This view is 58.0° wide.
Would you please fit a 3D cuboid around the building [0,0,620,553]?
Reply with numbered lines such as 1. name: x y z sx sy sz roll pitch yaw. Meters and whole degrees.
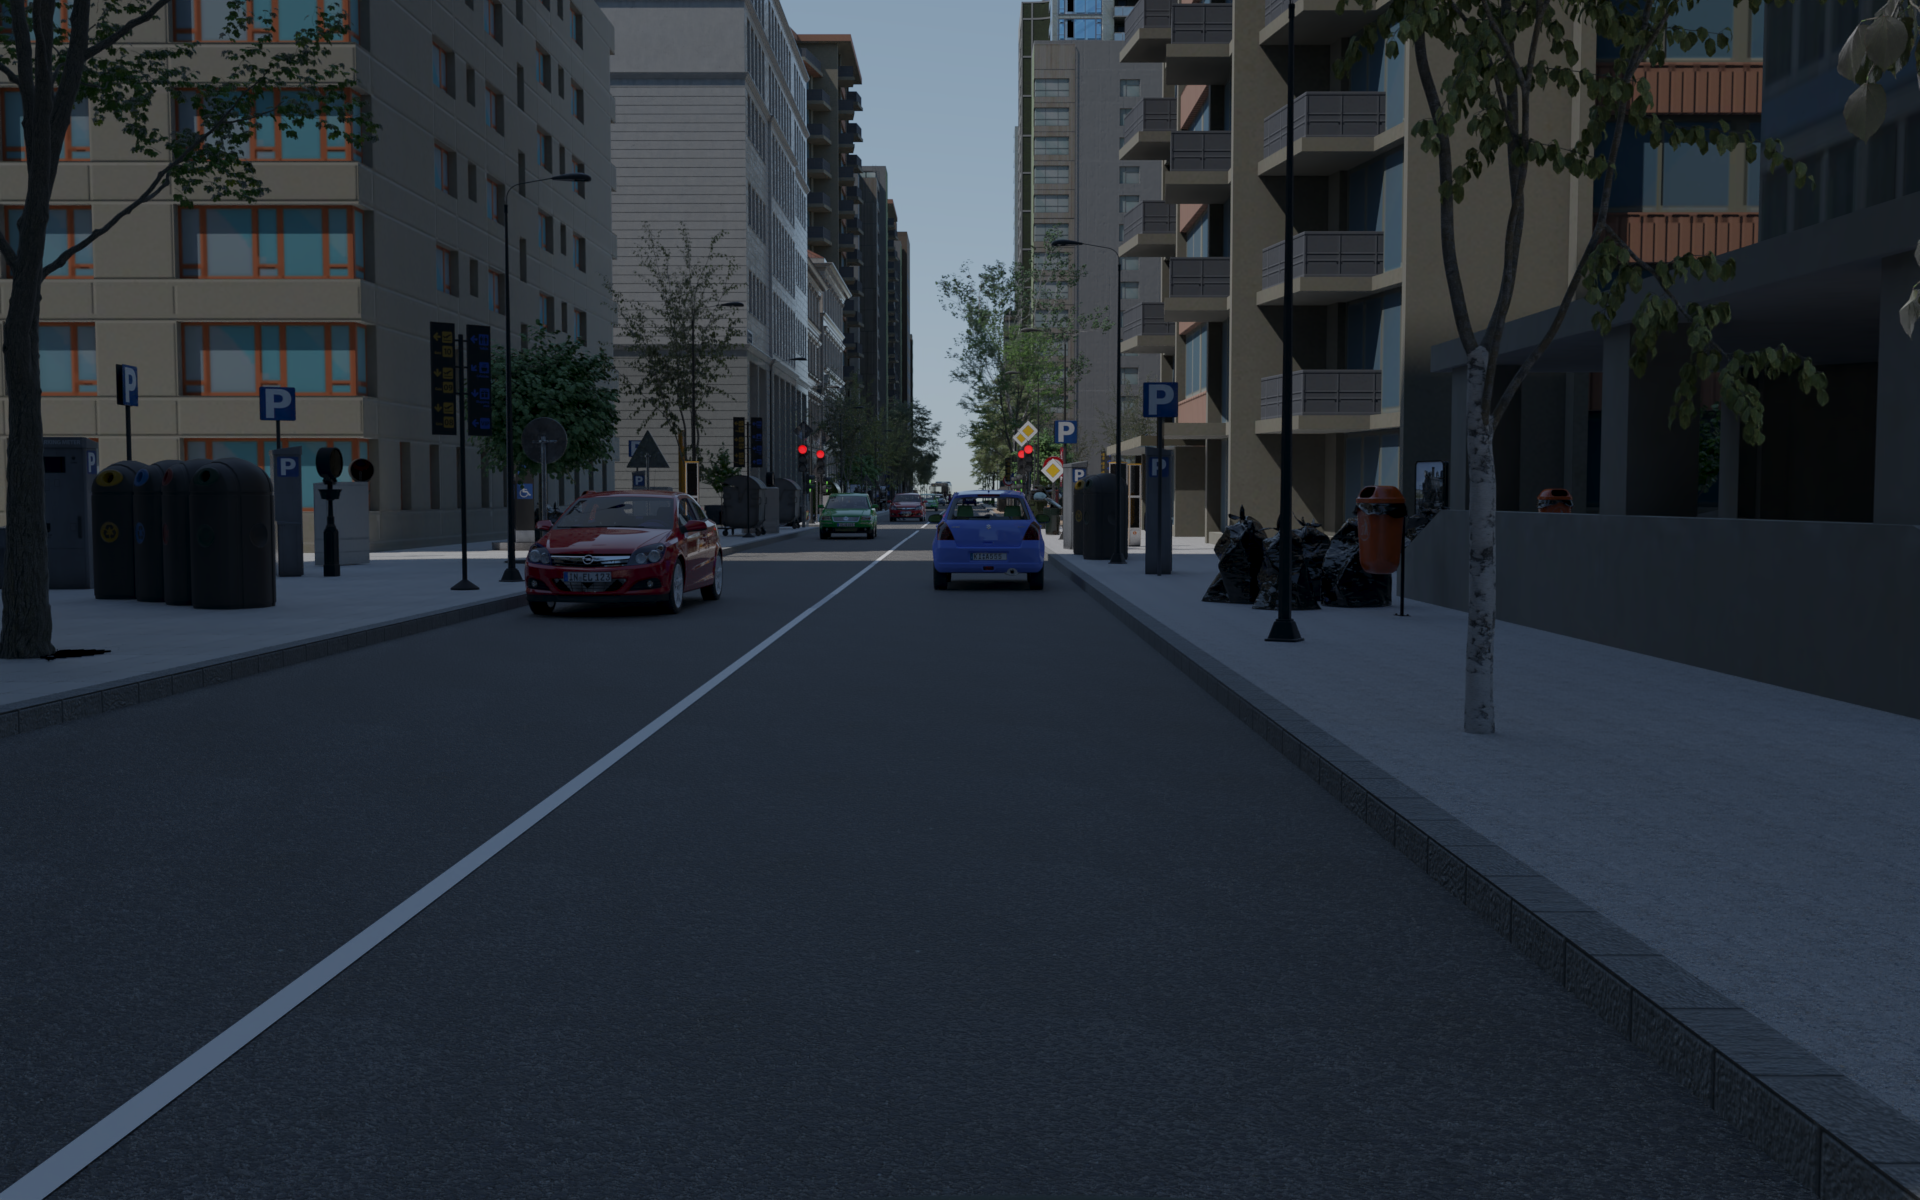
1. building: -27.283 -12.584 50.785 28.899 21.520 27.650 0 4 0

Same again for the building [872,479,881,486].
1. building: -25.149 -30.514 190.792 32.217 40.220 23.993 0 4 0

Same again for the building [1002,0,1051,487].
1. building: 16.705 -49.768 251.961 20.563 71.187 20.611 0 4 0

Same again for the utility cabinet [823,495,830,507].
1. utility cabinet: -5.957 -4.086 77.971 0.306 1.237 1.020 0 4 5

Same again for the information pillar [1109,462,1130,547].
1. information pillar: 3.641 -2.166 39.907 0.304 2.012 0.304 -2 4 -33

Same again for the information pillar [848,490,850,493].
1. information pillar: -8.257 -8.516 130.590 0.183 3.616 0.504 3 5 43

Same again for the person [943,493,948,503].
1. person: -1.854 -12.970 222.029 0.593 1.643 0.415 -3 5 -44

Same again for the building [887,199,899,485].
1. building: -20.187 -36.409 249.908 22.147 44.769 28.867 0 4 0

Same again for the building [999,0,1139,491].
1. building: 18.020 -59.883 291.764 22.319 86.520 31.000 0 4 0

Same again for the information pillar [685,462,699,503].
1. information pillar: -6.060 -2.126 39.254 0.304 2.012 0.304 0 4 -7

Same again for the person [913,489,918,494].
1. person: -3.822 -8.521 147.794 0.580 1.828 0.573 2 4 28

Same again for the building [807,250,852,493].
1. building: -15.018 -18.394 136.900 11.583 22.565 21.152 0 4 0

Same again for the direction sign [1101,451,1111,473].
1. direction sign: 7.645 -6.037 90.707 0.379 3.537 0.876 -2 4 -31

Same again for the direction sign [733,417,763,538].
1. direction sign: -6.238 -3.609 51.004 0.876 3.537 0.379 -1 4 -22

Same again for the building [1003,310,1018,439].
1. building: 13.721 -30.537 270.980 14.160 30.474 14.107 0 4 0

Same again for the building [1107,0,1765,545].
1. building: 16.026 -24.052 47.869 22.147 44.769 28.867 0 4 0

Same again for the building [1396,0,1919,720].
1. building: 21.582 -19.678 13.619 32.217 40.220 23.993 0 4 0

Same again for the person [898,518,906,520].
1. person: -3.166 -5.022 94.884 0.640 1.303 0.475 2 4 35

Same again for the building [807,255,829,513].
1. building: -14.806 -15.425 116.824 10.561 19.102 19.286 0 4 0

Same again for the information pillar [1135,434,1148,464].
1. information pillar: 7.042 -4.637 67.173 0.504 3.616 0.183 0 4 -7

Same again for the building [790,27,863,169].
1. building: -20.591 -31.121 163.446 22.147 44.769 28.867 0 4 0

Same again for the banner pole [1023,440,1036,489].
1. banner pole: 3.249 -5.530 80.427 0.863 3.779 0.401 -1 4 -19

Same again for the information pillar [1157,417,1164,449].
1. information pillar: 4.597 -2.962 39.780 0.183 3.616 0.504 1 4 18

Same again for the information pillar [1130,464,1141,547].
1. information pillar: 4.244 -2.310 42.254 0.304 2.012 0.304 0 4 -4

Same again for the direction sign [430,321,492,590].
1. direction sign: -6.637 -1.903 23.115 0.379 3.537 0.876 3 5 44

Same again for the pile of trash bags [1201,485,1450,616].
1. pile of trash bags: 4.109 -0.598 19.535 1.912 1.369 3.447 -1 4 -13

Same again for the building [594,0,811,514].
1. building: -14.770 -19.181 91.109 11.434 29.767 29.804 0 4 0

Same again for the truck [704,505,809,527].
1. truck: -15.681 -4.966 70.952 18.799 4.110 2.967 0 4 1

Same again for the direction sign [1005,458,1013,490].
1. direction sign: 3.265 -7.129 108.548 0.876 3.537 0.379 1 4 8

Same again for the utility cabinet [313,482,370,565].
1. utility cabinet: -11.129 -1.375 31.158 0.318 1.500 1.173 1 4 17

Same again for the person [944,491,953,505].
1. person: -1.048 -9.813 169.619 1.217 1.739 0.721 -2 4 -33

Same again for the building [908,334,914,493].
1. building: -15.330 -32.369 300.932 14.160 30.474 14.107 0 4 0

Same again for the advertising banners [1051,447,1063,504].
1. advertising banners: 3.642 -4.202 64.888 0.090 3.025 2.074 -1 4 -8

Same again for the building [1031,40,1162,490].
1. building: 13.553 -29.149 160.176 14.154 41.232 14.086 0 4 0

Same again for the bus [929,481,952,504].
1. bus: -2.664 -15.357 245.949 2.948 3.499 13.247 0 4 2

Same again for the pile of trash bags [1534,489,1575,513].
1. pile of trash bags: 8.657 -1.182 29.071 3.447 1.369 1.912 -1 4 -10

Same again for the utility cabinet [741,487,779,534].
1. utility cabinet: -6.409 -2.870 55.603 1.173 1.500 0.318 -1 4 -21

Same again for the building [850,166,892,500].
1. building: -16.021 -32.179 209.728 14.154 41.232 14.086 0 4 0

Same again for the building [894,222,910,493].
1. building: -15.343 -38.887 285.907 14.600 45.320 14.200 0 4 0

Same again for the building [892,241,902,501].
1. building: -16.396 -35.983 271.920 14.154 41.232 14.086 0 4 0

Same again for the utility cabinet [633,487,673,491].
1. utility cabinet: -9.158 -2.633 51.735 1.173 1.500 0.318 1 4 19
